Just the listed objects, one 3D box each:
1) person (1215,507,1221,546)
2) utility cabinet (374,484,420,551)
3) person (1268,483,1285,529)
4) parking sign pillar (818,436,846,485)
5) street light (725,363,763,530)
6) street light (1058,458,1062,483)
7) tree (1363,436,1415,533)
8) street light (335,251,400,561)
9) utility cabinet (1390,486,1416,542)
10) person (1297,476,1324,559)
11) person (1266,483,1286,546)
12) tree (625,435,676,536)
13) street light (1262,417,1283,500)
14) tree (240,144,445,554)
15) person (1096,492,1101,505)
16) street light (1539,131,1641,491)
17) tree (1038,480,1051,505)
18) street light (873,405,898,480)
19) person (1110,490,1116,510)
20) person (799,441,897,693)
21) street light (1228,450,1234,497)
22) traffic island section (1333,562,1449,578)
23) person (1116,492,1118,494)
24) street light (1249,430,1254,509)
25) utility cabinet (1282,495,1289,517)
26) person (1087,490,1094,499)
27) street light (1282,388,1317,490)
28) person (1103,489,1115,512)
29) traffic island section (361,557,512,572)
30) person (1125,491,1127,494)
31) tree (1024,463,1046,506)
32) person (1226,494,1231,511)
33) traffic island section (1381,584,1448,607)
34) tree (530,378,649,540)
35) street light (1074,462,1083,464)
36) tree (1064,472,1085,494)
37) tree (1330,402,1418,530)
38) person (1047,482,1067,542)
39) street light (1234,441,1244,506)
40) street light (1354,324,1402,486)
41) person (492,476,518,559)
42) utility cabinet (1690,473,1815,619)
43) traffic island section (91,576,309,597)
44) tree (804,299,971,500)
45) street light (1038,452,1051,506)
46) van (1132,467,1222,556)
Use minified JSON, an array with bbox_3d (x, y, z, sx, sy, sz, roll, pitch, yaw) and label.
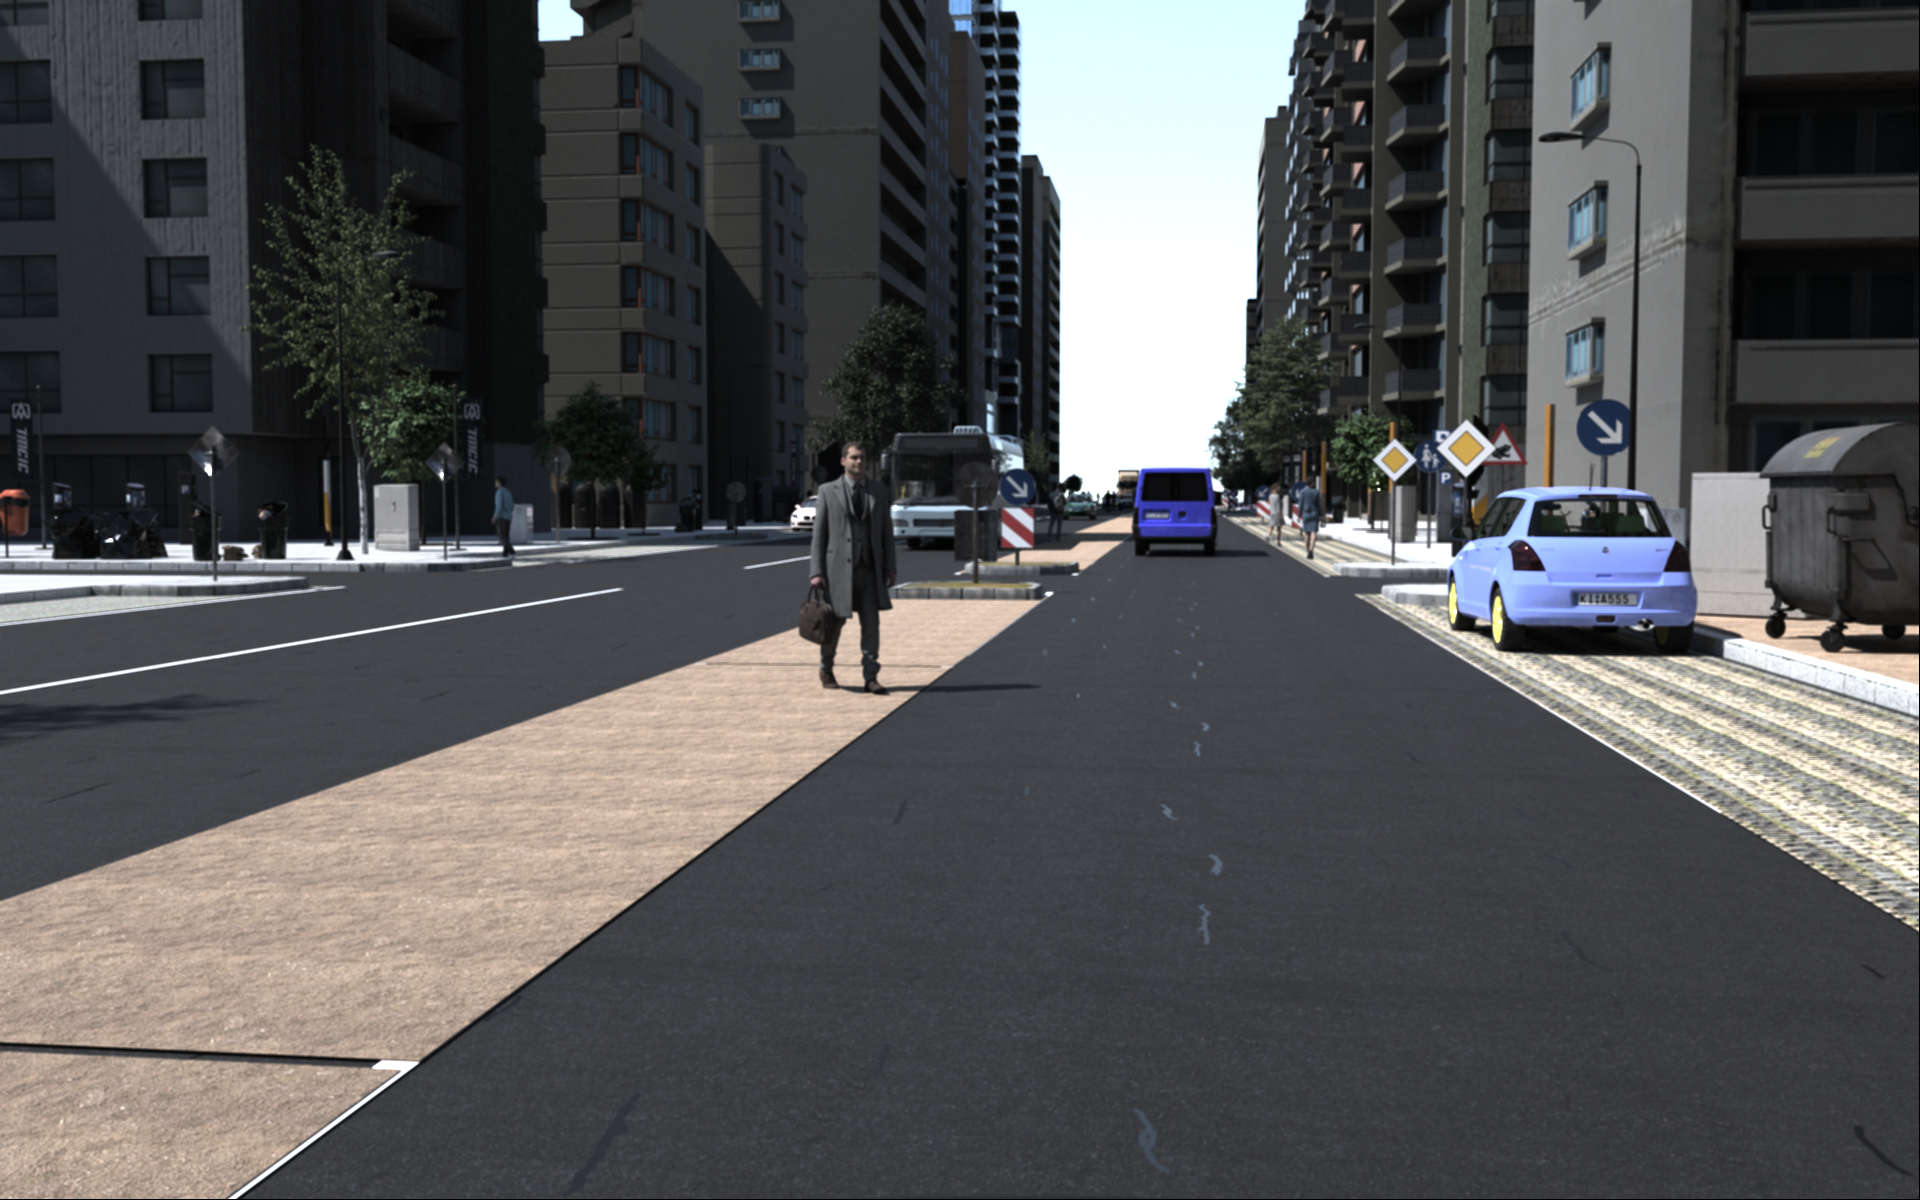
[{"bbox_3d":[6.951,-2.128,47.569,0.425,1.301,0.394,0,4,7],"label":"person"},{"bbox_3d":[-12.705,-1.856,39.022,1.173,1.500,0.318,2,4,33],"label":"utility cabinet"},{"bbox_3d":[13.048,-3.877,71.244,0.474,1.900,0.648,-3,5,-42],"label":"person"},{"bbox_3d":[-5.909,-5.611,80.218,1.447,3.967,1.447,1,4,13],"label":"parking sign pillar"},{"bbox_3d":[-7.686,-5.457,61.765,1.470,5.913,1.316,0,4,7],"label":"street light"},{"bbox_3d":[13.033,-15.152,220.280,1.470,5.913,1.316,0,4,7],"label":"street light"},{"bbox_3d":[13.957,-3.836,57.328,1.663,3.219,1.824,0,3,0],"label":"tree"},{"bbox_3d":[-11.400,-3.720,33.357,1.470,5.913,1.316,0,4,7],"label":"street light"},{"bbox_3d":[11.719,-2.272,45.822,0.318,1.500,1.173,2,4,32],"label":"utility cabinet"},{"bbox_3d":[7.662,-1.801,37.972,0.581,1.822,0.654,2,4,25],"label":"person"},{"bbox_3d":[8.563,-2.310,47.022,0.466,1.731,0.760,2,4,33],"label":"person"},{"bbox_3d":[-9.941,-3.625,53.877,1.663,3.219,1.824,0,3,0],"label":"tree"},{"bbox_3d":[18.971,-8.094,104.885,1.470,5.913,1.316,0,4,7],"label":"street light"},{"bbox_3d":[-12.773,-5.274,36.588,4.737,8.622,4.395,0,3,0],"label":"tree"},{"bbox_3d":[18.235,-13.375,227.703,0.721,1.766,1.217,2,4,33],"label":"person"},{"bbox_3d":[8.112,-3.043,22.287,1.470,5.913,1.316,0,4,7],"label":"street light"},{"bbox_3d":[9.902,-13.109,208.939,1.663,3.219,1.824,0,3,0],"label":"tree"},{"bbox_3d":[-3.932,-7.194,90.168,1.470,5.913,1.316,0,4,7],"label":"street light"},{"bbox_3d":[13.533,-8.857,153.754,0.568,1.767,0.683,2,4,25],"label":"person"},{"bbox_3d":[-0.784,-0.239,12.510,0.694,1.812,0.767,-1,4,-21],"label":"person"},{"bbox_3d":[28.869,-12.762,181.202,1.470,5.913,1.316,0,4,7],"label":"street light"},{"bbox_3d":[7.794,-0.539,31.093,2.009,0.180,2.903,0,4,7],"label":"traffic island section"},{"bbox_3d":[20.971,-13.519,230.050,0.721,1.766,1.217,0,4,0],"label":"person"},{"bbox_3d":[21.483,-9.261,123.961,1.470,5.913,1.316,0,4,7],"label":"street light"},{"bbox_3d":[18.676,-5.356,98.726,0.306,1.237,1.020,-1,4,-8],"label":"utility cabinet"},{"bbox_3d":[12.358,-9.671,166.759,1.348,1.807,0.705,-1,4,-19],"label":"person"},{"bbox_3d":[15.066,-6.329,76.019,1.470,5.913,1.316,0,4,7],"label":"street light"},{"bbox_3d":[12.144,-8.148,141.735,1.348,1.821,0.705,-3,4,-36],"label":"person"},{"bbox_3d":[-9.945,-0.681,33.411,2.009,0.180,2.903,0,4,7],"label":"traffic island section"},{"bbox_3d":[17.526,-10.591,182.215,0.434,1.755,0.990,-1,4,-10],"label":"person"},{"bbox_3d":[7.291,-11.995,179.825,4.285,4.588,4.351,0,3,0],"label":"tree"},{"bbox_3d":[21.761,-7.820,139.586,0.991,1.433,0.599,-3,5,-42],"label":"person"},{"bbox_3d":[6.758,-0.055,23.175,2.009,0.180,2.903,0,4,7],"label":"traffic island section"},{"bbox_3d":[-10.361,-4.002,49.148,4.285,4.588,4.351,0,3,0],"label":"tree"},{"bbox_3d":[16.987,-16.960,249.838,1.470,5.913,1.316,0,4,7],"label":"street light"},{"bbox_3d":[16.805,-16.600,255.127,4.285,4.588,4.351,0,3,0],"label":"tree"},{"bbox_3d":[14.735,-4.781,61.889,4.285,4.588,4.351,0,3,0],"label":"tree"},{"bbox_3d":[2.908,-2.634,51.912,0.623,1.781,0.721,1,4,14],"label":"person"},{"bbox_3d":[25.200,-11.024,152.788,1.470,5.913,1.316,0,4,7],"label":"street light"},{"bbox_3d":[11.459,-4.577,47.382,1.470,5.913,1.316,0,4,7],"label":"street light"},{"bbox_3d":[-9.916,-1.792,37.816,0.620,1.820,0.660,0,4,8],"label":"person"},{"bbox_3d":[8.254,-0.572,18.026,1.173,1.500,0.318,3,5,43],"label":"utility cabinet"},{"bbox_3d":[-10.982,-0.196,25.493,2.009,0.180,2.903,0,4,7],"label":"traffic island section"},{"bbox_3d":[-3.947,-11.305,101.848,9.611,12.733,9.660,0,3,0],"label":"tree"},{"bbox_3d":[9.329,-13.405,191.712,1.470,5.913,1.316,0,4,7],"label":"street light"},{"bbox_3d":[5.235,-2.297,41.944,2.240,2.365,5.245,0,4,8],"label":"van"}]
